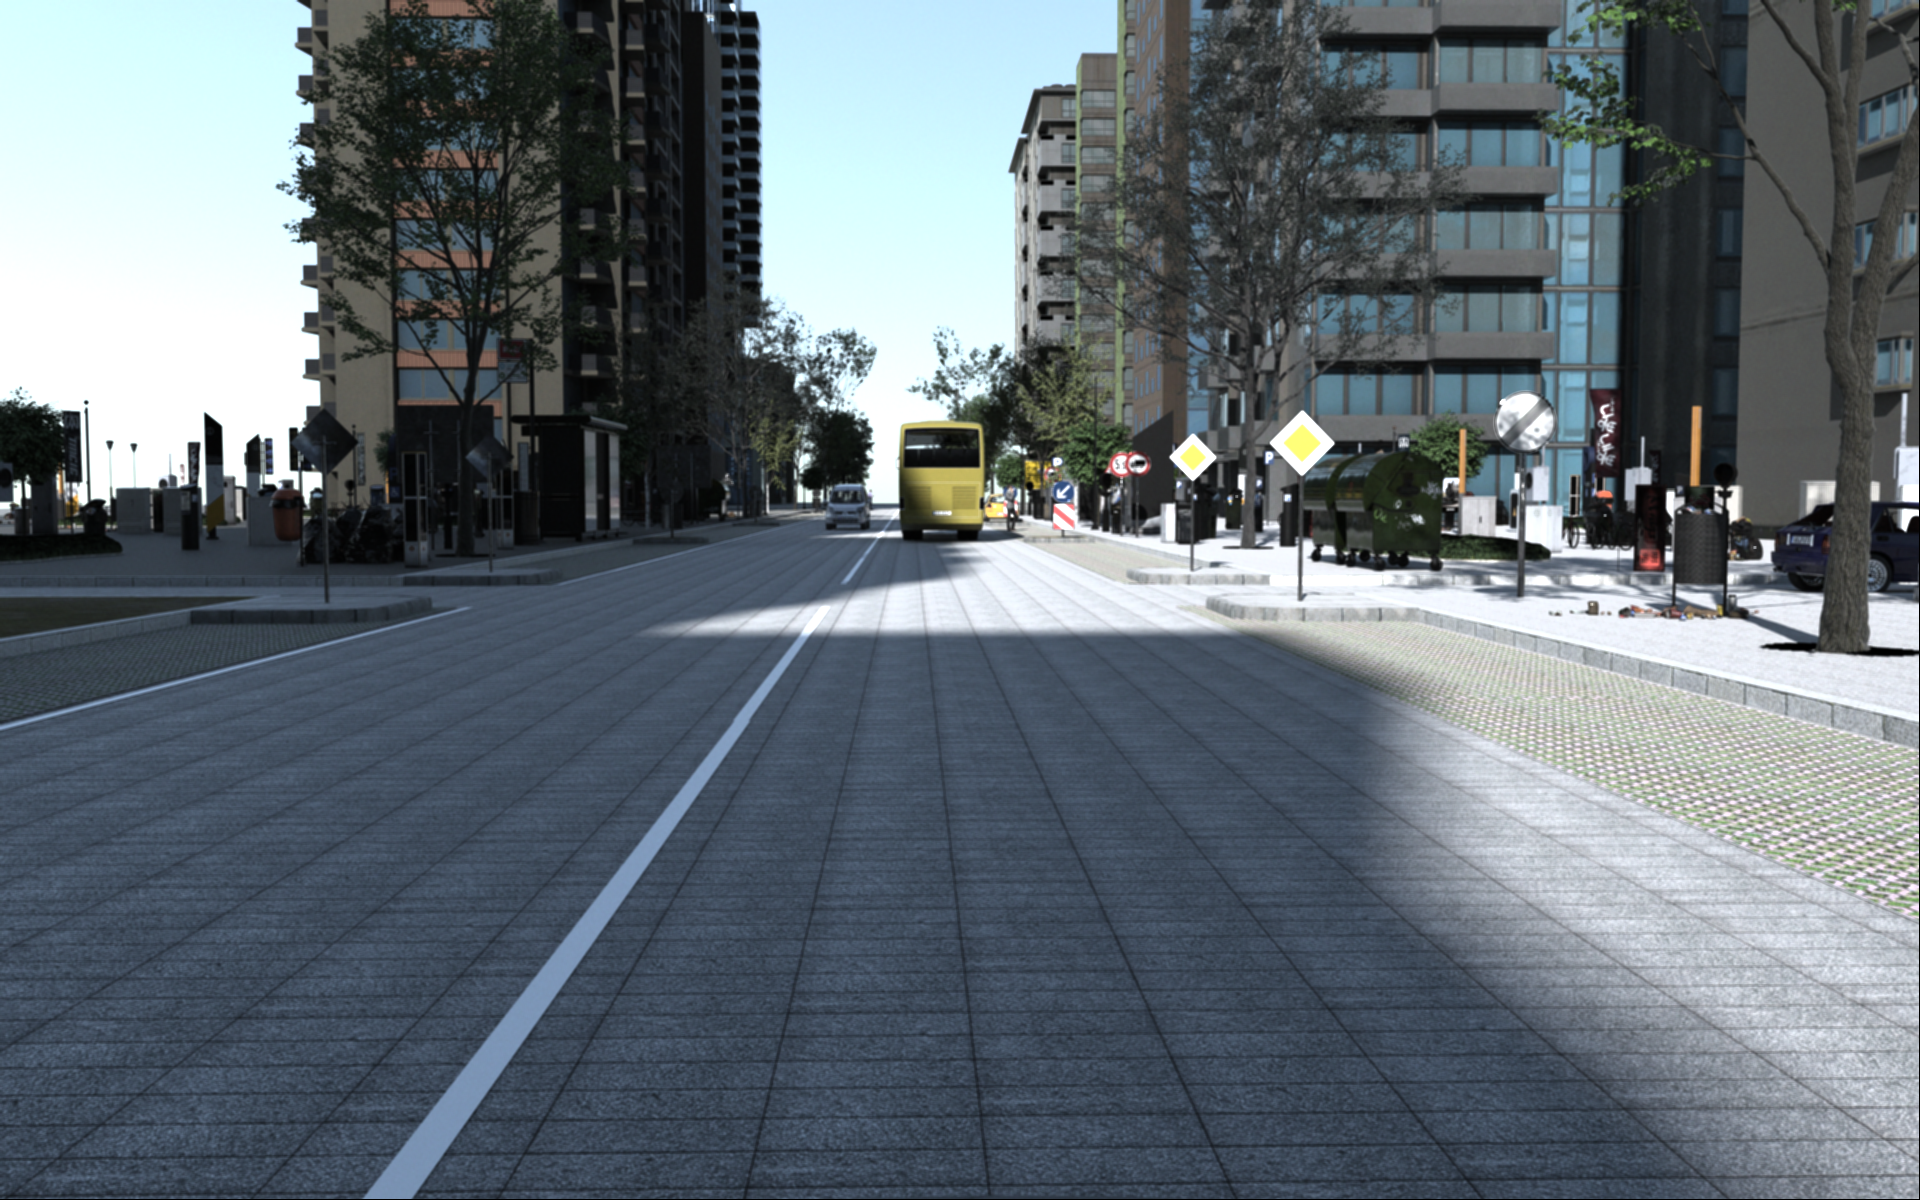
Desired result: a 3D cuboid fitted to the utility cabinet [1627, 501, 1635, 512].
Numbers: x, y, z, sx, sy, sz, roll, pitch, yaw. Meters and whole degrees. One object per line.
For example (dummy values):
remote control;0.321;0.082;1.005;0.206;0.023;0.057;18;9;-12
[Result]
utility cabinet;26.211;-3.434;67.311;0.306;1.237;1.020;0;4;4

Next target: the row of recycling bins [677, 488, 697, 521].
row of recycling bins;-13.370;-4.734;84.514;1.069;1.692;3.534;0;4;3

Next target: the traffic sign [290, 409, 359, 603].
traffic sign;-7.469;-1.024;20.387;0.795;2.450;0.064;0;4;-2

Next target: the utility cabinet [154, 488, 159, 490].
utility cabinet;-29.233;-3.297;62.584;0.318;1.500;1.173;3;4;36

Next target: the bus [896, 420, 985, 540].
bus;-0.694;-3.994;56.857;2.896;3.916;12.252;0;4;-2

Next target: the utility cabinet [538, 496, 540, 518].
utility cabinet;-18.280;-3.891;74.783;1.020;1.237;0.306;-2;4;-29

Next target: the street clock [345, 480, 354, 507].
street clock;-30.864;-5.083;87.679;0.358;2.002;0.471;2;4;32

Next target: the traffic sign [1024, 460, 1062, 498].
traffic sign;5.002;-6.753;104.283;2.265;3.308;0.079;0;4;1

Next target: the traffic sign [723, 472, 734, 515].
traffic sign;-13.720;-6.233;101.917;0.884;2.594;0.081;0;4;6

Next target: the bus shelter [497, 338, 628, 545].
bus shelter;-10.898;-4.267;47.396;2.179;5.291;8.768;0;4;-2

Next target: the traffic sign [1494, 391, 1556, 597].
traffic sign;6.979;-1.308;21.484;0.768;2.556;0.104;0;4;1

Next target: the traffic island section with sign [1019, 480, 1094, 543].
traffic island section with sign;2.896;-2.617;51.422;1.989;1.847;2.006;0;4;-2

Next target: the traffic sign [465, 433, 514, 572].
traffic sign;-7.695;-1.512;28.369;0.795;2.450;0.064;0;4;-2

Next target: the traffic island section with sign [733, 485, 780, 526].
traffic island section with sign;-9.129;-4.226;77.719;1.989;1.847;2.006;0;4;-2

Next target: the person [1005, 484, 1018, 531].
person;1.990;-3.561;66.898;0.473;1.802;0.592;3;5;40

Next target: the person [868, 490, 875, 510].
person;-7.987;-9.045;156.259;0.599;1.838;0.709;-3;5;-42

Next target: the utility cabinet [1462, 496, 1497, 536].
utility cabinet;14.917;-2.365;49.825;0.306;1.237;1.020;-2;4;-33

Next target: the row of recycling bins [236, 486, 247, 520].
row of recycling bins;-36.103;-4.817;85.874;1.069;1.692;3.534;0;4;-4

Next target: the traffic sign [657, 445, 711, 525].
traffic sign;-11.430;-4.765;71.781;2.265;3.308;0.079;0;4;3

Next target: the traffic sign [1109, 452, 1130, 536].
traffic sign;4.912;-3.210;52.589;0.768;2.556;0.104;0;4;7

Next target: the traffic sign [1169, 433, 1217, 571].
traffic sign;3.845;-1.531;28.674;0.795;2.450;0.064;0;4;-2

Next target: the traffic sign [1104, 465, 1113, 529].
traffic sign;5.575;-3.876;63.376;0.884;2.594;0.081;0;4;1

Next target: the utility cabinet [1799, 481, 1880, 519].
utility cabinet;14.643;-1.235;28.866;1.173;1.500;0.318;0;4;3

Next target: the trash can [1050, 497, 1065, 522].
trash can;4.329;-3.954;76.293;0.748;1.137;0.748;0;3;0

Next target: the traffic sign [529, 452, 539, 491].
traffic sign;-12.901;-3.221;52.761;0.768;2.556;0.104;0;4;1

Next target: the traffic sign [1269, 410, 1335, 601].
traffic sign;4.071;-1.043;20.692;0.795;2.450;0.064;0;4;-2

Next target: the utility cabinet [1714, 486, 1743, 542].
utility cabinet;20.215;-2.297;46.227;1.173;1.500;0.318;3;5;41

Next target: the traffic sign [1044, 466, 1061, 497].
traffic sign;4.251;-4.860;79.573;0.768;2.556;0.104;0;4;4

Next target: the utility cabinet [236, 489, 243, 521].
utility cabinet;-33.664;-4.346;79.734;1.173;1.500;0.318;-1;4;-20

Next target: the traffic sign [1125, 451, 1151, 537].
traffic sign;5.240;-3.123;51.173;0.768;2.556;0.104;0;4;-1

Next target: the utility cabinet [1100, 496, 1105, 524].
utility cabinet;6.153;-3.931;75.429;0.306;1.237;1.020;0;4;5

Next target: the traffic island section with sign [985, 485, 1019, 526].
traffic island section with sign;2.131;-4.278;78.578;1.989;1.847;2.006;0;4;-2

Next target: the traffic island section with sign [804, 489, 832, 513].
traffic island section with sign;-10.564;-7.329;128.450;1.989;1.847;2.006;0;4;-2

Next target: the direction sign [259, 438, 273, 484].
direction sign;-28.136;-4.769;69.975;0.876;3.537;0.379;1;4;11

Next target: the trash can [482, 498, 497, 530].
trash can;-17.042;-3.122;62.702;0.748;1.137;0.748;0;3;0

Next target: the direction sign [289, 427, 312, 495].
direction sign;-22.363;-4.085;58.783;0.876;3.537;0.379;1;4;17

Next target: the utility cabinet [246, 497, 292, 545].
utility cabinet;-17.469;-1.994;43.769;1.020;1.237;0.306;-2;4;-35

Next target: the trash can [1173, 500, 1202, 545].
trash can;5.802;-1.992;44.218;0.748;1.137;0.748;0;3;0

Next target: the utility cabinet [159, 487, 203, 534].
utility cabinet;-24.419;-2.796;54.392;1.173;1.500;0.318;1;4;11

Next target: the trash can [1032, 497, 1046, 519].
trash can;4.019;-4.664;87.906;0.748;1.137;0.748;0;3;0

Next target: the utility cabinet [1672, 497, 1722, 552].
utility cabinet;16.127;-1.638;37.937;0.306;1.237;1.020;-2;4;-32

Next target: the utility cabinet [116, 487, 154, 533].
utility cabinet;-27.109;-2.942;56.786;1.173;1.500;0.318;1;4;21

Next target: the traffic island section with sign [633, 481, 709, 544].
traffic island section with sign;-8.334;-2.540;50.149;1.989;1.847;2.006;0;4;-2

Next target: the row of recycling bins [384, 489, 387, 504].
row of recycling bins;-31.776;-5.607;98.784;1.069;1.692;3.534;0;4;5

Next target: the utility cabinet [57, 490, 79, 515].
utility cabinet;-44.497;-4.734;86.077;0.318;1.500;1.173;3;5;43

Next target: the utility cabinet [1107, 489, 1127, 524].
utility cabinet;6.665;-3.988;73.889;0.318;1.500;1.173;-2;4;-34

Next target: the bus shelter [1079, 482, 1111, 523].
bus shelter;6.319;-5.446;80.330;1.731;3.624;6.357;0;4;-2

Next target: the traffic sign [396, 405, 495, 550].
traffic sign;-11.768;-2.798;39.621;2.265;3.308;0.079;0;4;2
